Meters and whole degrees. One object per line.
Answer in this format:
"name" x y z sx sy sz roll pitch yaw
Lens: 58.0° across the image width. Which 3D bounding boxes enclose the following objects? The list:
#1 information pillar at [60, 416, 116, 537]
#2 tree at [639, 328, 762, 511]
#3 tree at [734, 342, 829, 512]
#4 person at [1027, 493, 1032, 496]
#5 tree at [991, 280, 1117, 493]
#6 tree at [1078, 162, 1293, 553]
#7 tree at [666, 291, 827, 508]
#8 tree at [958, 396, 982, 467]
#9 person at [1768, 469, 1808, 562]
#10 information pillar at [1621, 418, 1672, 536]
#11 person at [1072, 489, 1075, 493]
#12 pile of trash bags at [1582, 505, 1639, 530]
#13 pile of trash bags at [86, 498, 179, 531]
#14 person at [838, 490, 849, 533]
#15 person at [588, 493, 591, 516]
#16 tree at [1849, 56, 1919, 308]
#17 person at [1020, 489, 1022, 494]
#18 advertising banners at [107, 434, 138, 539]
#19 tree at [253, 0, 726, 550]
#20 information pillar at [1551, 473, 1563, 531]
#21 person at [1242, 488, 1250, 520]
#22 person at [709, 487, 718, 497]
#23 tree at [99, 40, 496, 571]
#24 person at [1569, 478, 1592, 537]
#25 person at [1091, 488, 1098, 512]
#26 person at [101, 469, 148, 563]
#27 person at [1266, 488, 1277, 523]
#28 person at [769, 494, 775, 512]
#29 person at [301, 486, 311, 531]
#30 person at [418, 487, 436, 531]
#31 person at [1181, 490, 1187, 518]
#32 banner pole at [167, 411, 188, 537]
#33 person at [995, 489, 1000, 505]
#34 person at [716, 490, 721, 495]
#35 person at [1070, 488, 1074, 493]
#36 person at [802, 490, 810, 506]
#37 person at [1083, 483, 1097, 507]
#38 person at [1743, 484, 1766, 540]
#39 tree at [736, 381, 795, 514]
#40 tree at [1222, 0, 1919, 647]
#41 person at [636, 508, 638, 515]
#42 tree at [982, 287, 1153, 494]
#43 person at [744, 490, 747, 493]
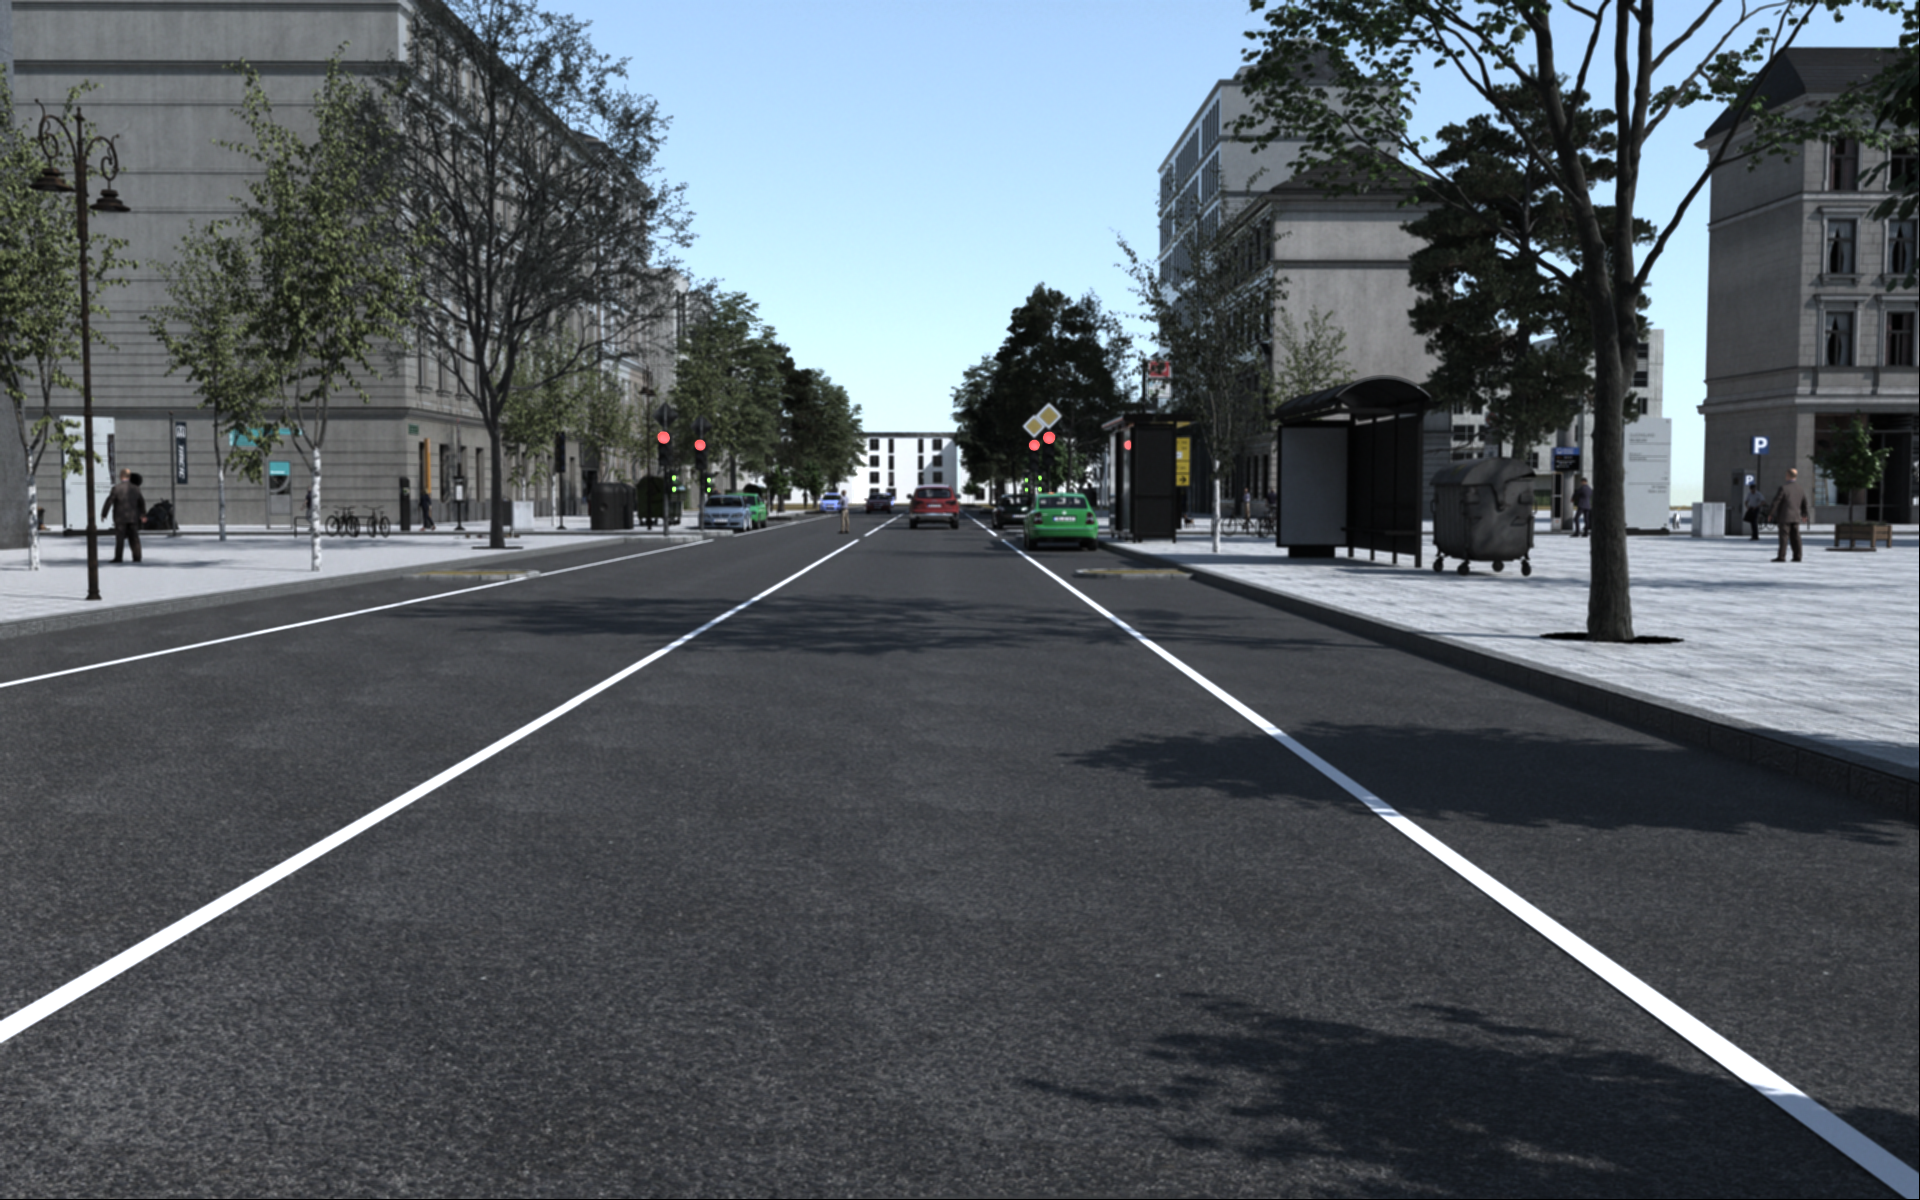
"information pillar" -26.445 -3.748 52.588 0.184 3.620 1.656 2 4 32
"tree" -11.269 -7.800 77.894 4.737 8.622 4.395 0 3 0
"tree" -12.572 -12.182 121.231 6.751 12.117 7.091 0 3 0
"person" 4.904 -6.989 122.023 0.444 1.614 0.593 3 4 38
"tree" 5.706 -11.926 102.406 7.806 13.903 7.818 0 3 0
"tree" 5.401 -5.340 37.672 4.360 8.622 3.978 0 3 0
"tree" -13.004 -10.943 97.037 7.486 12.596 7.792 0 3 0
"tree" 3.668 -11.523 122.821 7.601 10.594 8.767 1 4 17
"person" 15.665 -1.604 32.818 0.990 1.755 0.434 -1 4 -18
"information pillar" 21.095 -3.792 53.312 1.656 3.620 0.184 -1 4 -12
"person" 10.644 -9.605 163.800 0.721 1.735 1.217 3 5 44
"pile of trash bags" 23.020 -3.157 61.374 1.912 1.369 3.447 2 4 28
"pile of trash bags" -29.399 -3.145 61.173 3.447 1.369 1.912 0 4 6
"person" -4.251 -3.219 63.200 0.319 1.574 0.516 3 4 38
"person" -21.237 -5.586 99.840 0.523 1.526 0.387 1 4 21
"tree" 5.604 -1.435 7.170 4.285 4.588 4.351 0 3 0
"person" 6.887 -11.674 197.003 0.705 1.814 1.350 -1 4 -9
"advertising banners" -24.131 -3.284 49.880 0.090 3.025 2.074 -3 5 -45
"tree" -10.821 -7.929 40.014 12.009 13.543 11.850 0 3 0
"information pillar" 20.611 -3.384 59.826 0.304 2.012 0.304 0 4 5
"person" 14.277 -4.789 86.410 0.319 1.574 0.516 -1 4 -11
"person" -16.127 -6.536 113.349 0.568 1.767 0.683 0 4 5
"tree" -10.745 -4.800 28.839 4.737 8.622 4.395 0 3 0
"person" 18.435 -2.755 51.539 0.683 1.767 0.568 -2 4 -35
"person" 9.800 -7.344 126.651 0.750 1.759 0.617 1 4 14
"person" -15.721 -1.587 32.538 0.434 1.755 0.990 2 4 30
"person" 13.446 -4.085 75.043 0.569 1.553 0.471 3 5 45
"person" -13.220 -6.933 121.613 0.569 1.553 0.471 1 4 19
"person" -22.560 -3.175 60.161 0.569 1.553 0.471 -3 4 -37
"person" -18.681 -3.187 60.686 0.480 1.512 0.613 2 4 25
"person" 11.949 -5.135 92.536 0.480 1.512 0.613 -1 4 -23
"banner pole" -23.677 -3.819 52.453 0.401 3.779 0.863 1 4 16
"person" 3.462 -9.098 155.320 0.750 1.759 0.617 2 4 24
"person" -15.615 -6.334 111.873 0.482 1.546 0.388 2 4 28
"person" 8.274 -7.464 128.996 0.541 1.710 0.530 2 4 31
"person" -16.413 -10.879 184.649 0.721 1.736 1.217 3 4 36
"person" 5.080 -3.709 67.503 0.431 1.722 0.655 -2 4 -29
"person" 22.027 -2.430 47.992 0.590 1.554 0.614 -2 4 -25
"tree" -12.110 -9.686 108.727 4.360 8.622 3.978 0 3 0
"tree" 5.674 -5.457 14.970 9.928 11.665 9.643 0 3 0
"person" -19.862 -6.169 107.577 0.621 1.740 0.551 -1 4 -22
"tree" 5.122 -8.752 77.500 7.601 10.594 8.767 0 4 -2
"person" -14.171 -6.453 114.014 0.523 1.526 0.387 -3 5 -40
